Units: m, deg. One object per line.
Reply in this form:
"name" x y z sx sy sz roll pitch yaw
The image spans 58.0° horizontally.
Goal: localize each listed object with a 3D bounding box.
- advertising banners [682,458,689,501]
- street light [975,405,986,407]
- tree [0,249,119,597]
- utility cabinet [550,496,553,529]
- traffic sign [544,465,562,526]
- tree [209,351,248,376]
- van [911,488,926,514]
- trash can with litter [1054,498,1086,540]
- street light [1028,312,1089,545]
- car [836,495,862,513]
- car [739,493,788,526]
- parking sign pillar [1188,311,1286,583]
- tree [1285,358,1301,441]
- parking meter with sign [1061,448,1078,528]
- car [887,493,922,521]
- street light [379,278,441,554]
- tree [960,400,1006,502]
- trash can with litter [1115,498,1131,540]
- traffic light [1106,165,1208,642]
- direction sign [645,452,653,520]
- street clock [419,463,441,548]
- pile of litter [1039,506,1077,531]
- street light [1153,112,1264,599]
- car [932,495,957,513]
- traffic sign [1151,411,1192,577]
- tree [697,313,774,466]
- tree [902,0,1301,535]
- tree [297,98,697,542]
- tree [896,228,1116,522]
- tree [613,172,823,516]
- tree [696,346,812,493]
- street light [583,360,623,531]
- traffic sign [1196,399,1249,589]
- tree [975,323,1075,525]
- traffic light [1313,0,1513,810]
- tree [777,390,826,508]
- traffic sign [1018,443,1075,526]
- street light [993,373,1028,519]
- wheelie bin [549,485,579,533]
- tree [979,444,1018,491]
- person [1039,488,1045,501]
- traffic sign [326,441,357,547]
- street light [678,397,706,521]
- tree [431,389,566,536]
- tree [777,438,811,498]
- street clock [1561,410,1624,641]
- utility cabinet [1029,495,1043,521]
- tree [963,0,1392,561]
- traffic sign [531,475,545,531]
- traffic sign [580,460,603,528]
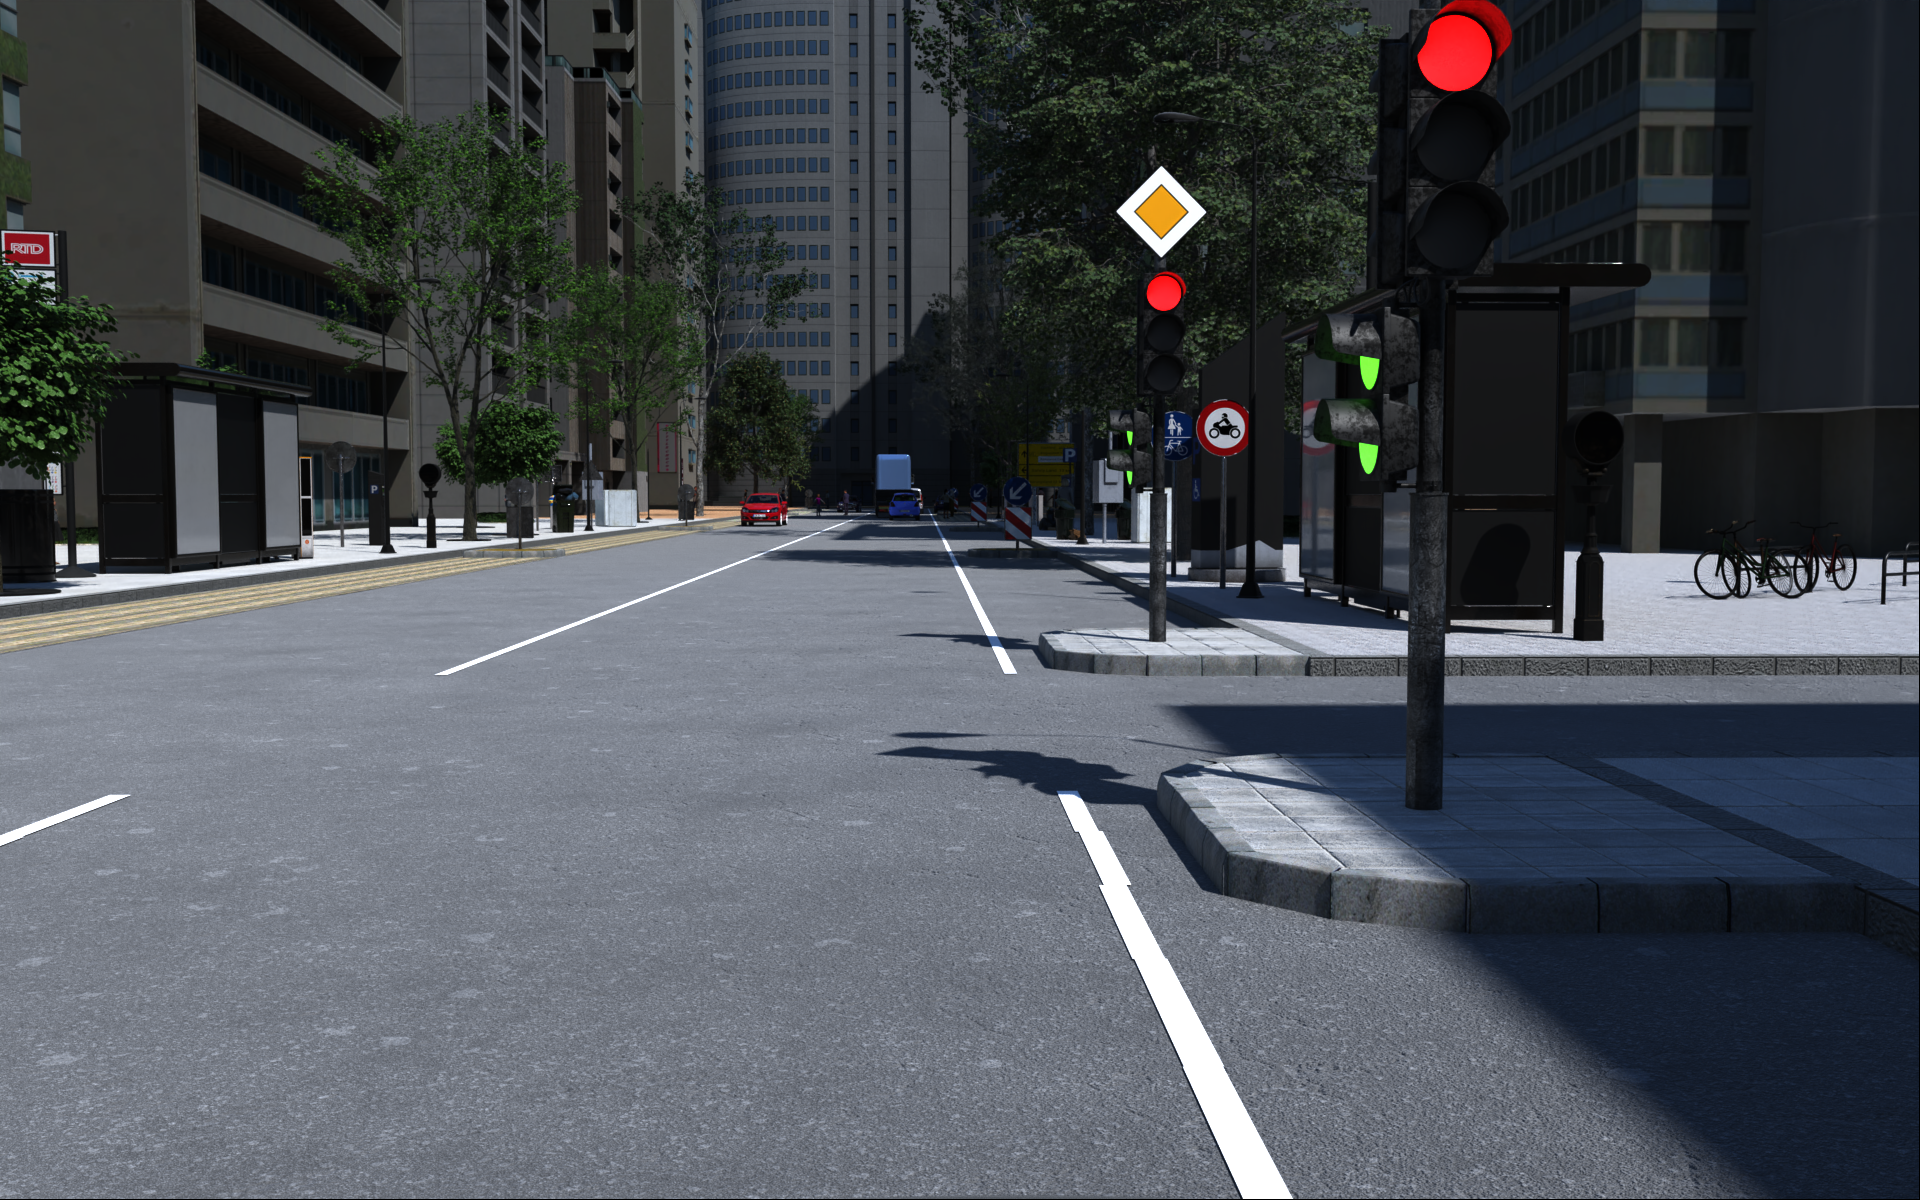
"advertising banners" -13.619 -5.478 85.745 0.090 3.025 2.074 0 4 1
"street light" 1.470 -7.192 90.122 1.470 5.913 1.316 0 4 -1
"tree" -12.278 -2.351 22.154 4.285 4.588 4.351 0 3 0
"utility cabinet" -14.853 -3.224 63.880 0.306 1.237 1.020 0 4 2
"traffic sign" -14.251 -3.580 60.668 0.606 2.300 0.079 0 4 -1
"tree" -16.864 -3.366 38.742 4.285 4.588 4.351 0 3 0
"van" -3.453 -7.232 125.253 2.013 2.044 4.112 0 4 -1
"trash can with litter" 3.125 -2.272 48.532 0.624 1.170 1.055 -3 5 -40
"street light" 2.576 -4.367 43.947 1.470 5.913 1.316 0 4 -1
"car" -8.580 -7.448 134.362 1.945 1.354 3.894 0 4 0
"car" -8.824 -4.228 78.171 2.155 1.783 4.494 0 4 0
"parking sign pillar" 4.113 -2.273 25.634 1.447 3.967 1.447 -1 4 -12
"tree" 15.401 -7.575 74.209 4.737 8.622 4.395 0 3 0
"parking meter with sign" 4.008 -4.192 64.794 0.543 3.016 1.738 1 4 11
"car" -3.052 -5.222 94.966 1.945 1.707 3.694 0 4 -3
"street light" -11.839 -3.961 37.299 1.470 5.913 1.316 0 4 -1
"tree" 1.938 -10.861 127.935 4.360 8.622 3.978 0 3 0
"trash can with litter" 4.807 -2.253 48.219 0.624 1.170 1.055 -3 4 -39
"traffic light" 1.701 -1.593 14.962 0.839 4.253 0.868 0 4 -1
"direction sign" -15.599 -5.792 86.693 0.379 3.537 0.876 -1 4 -11
"street clock" -12.557 -2.234 41.099 0.471 2.002 0.358 0 4 -1
"pile of litter" 3.494 -2.908 61.507 1.719 0.858 1.176 -2 4 -34
"street light" 3.052 -2.979 21.256 1.470 5.913 1.316 0 4 -1
"car" -1.133 -7.344 132.653 1.945 1.354 3.894 0 4 -2
"traffic sign" 3.303 -1.626 26.694 0.768 2.556 0.104 0 4 2
"tree" -14.707 -9.278 77.452 9.928 11.665 9.643 0 3 0
"tree" 5.322 -12.044 52.813 12.611 20.169 13.585 0 3 0
"tree" -13.472 -7.406 46.850 9.928 11.665 9.643 0 3 0
"tree" 2.211 -10.435 80.980 12.009 13.543 11.850 0 3 0
"tree" -14.266 -14.941 100.176 12.611 20.169 13.585 0 3 0
"tree" -15.909 -13.272 134.006 9.611 12.733 9.660 0 3 0
"street light" -12.356 -5.350 60.014 1.470 5.913 1.316 0 4 -1
"traffic sign" 3.561 -1.425 23.399 0.768 2.556 0.104 0 3 0
"tree" 3.001 -7.471 72.507 4.737 8.622 4.395 0 3 0
"traffic light" 1.881 -1.104 6.979 0.839 4.253 0.868 0 4 -1
"tree" -16.290 -14.651 165.304 9.928 11.665 9.643 0 3 0
"traffic sign" 3.410 -4.563 68.479 2.265 3.308 0.079 0 4 4
"street light" 2.067 -5.768 66.851 1.470 5.913 1.316 0 4 -1
"wheelie bin" -13.165 -3.043 57.656 0.980 1.594 0.693 -2 4 -29
"tree" 2.667 -7.713 109.818 4.285 4.588 4.351 0 3 0
"person" 4.378 -5.443 95.744 0.721 1.736 1.217 2 4 35
"traffic sign" -14.924 -2.549 41.777 0.768 2.556 0.104 0 4 4
"street light" -12.859 -6.764 83.136 1.470 5.913 1.316 0 4 -1
"tree" -13.902 -4.287 53.799 4.285 4.588 4.351 0 3 0
"tree" -15.609 -12.589 156.187 4.737 8.622 4.395 0 3 0
"street clock" 5.515 -0.647 15.141 0.471 2.002 0.358 -1 4 -8
"utility cabinet" 3.618 -4.390 82.934 0.306 1.237 1.020 -2 4 -25
"tree" 4.487 -7.734 33.101 9.857 13.997 8.962 0 3 0
"traffic sign" -14.723 -3.681 60.287 0.768 2.556 0.104 0 4 -1
"traffic sign" -14.017 -4.027 65.838 0.884 2.594 0.081 0 4 -1
